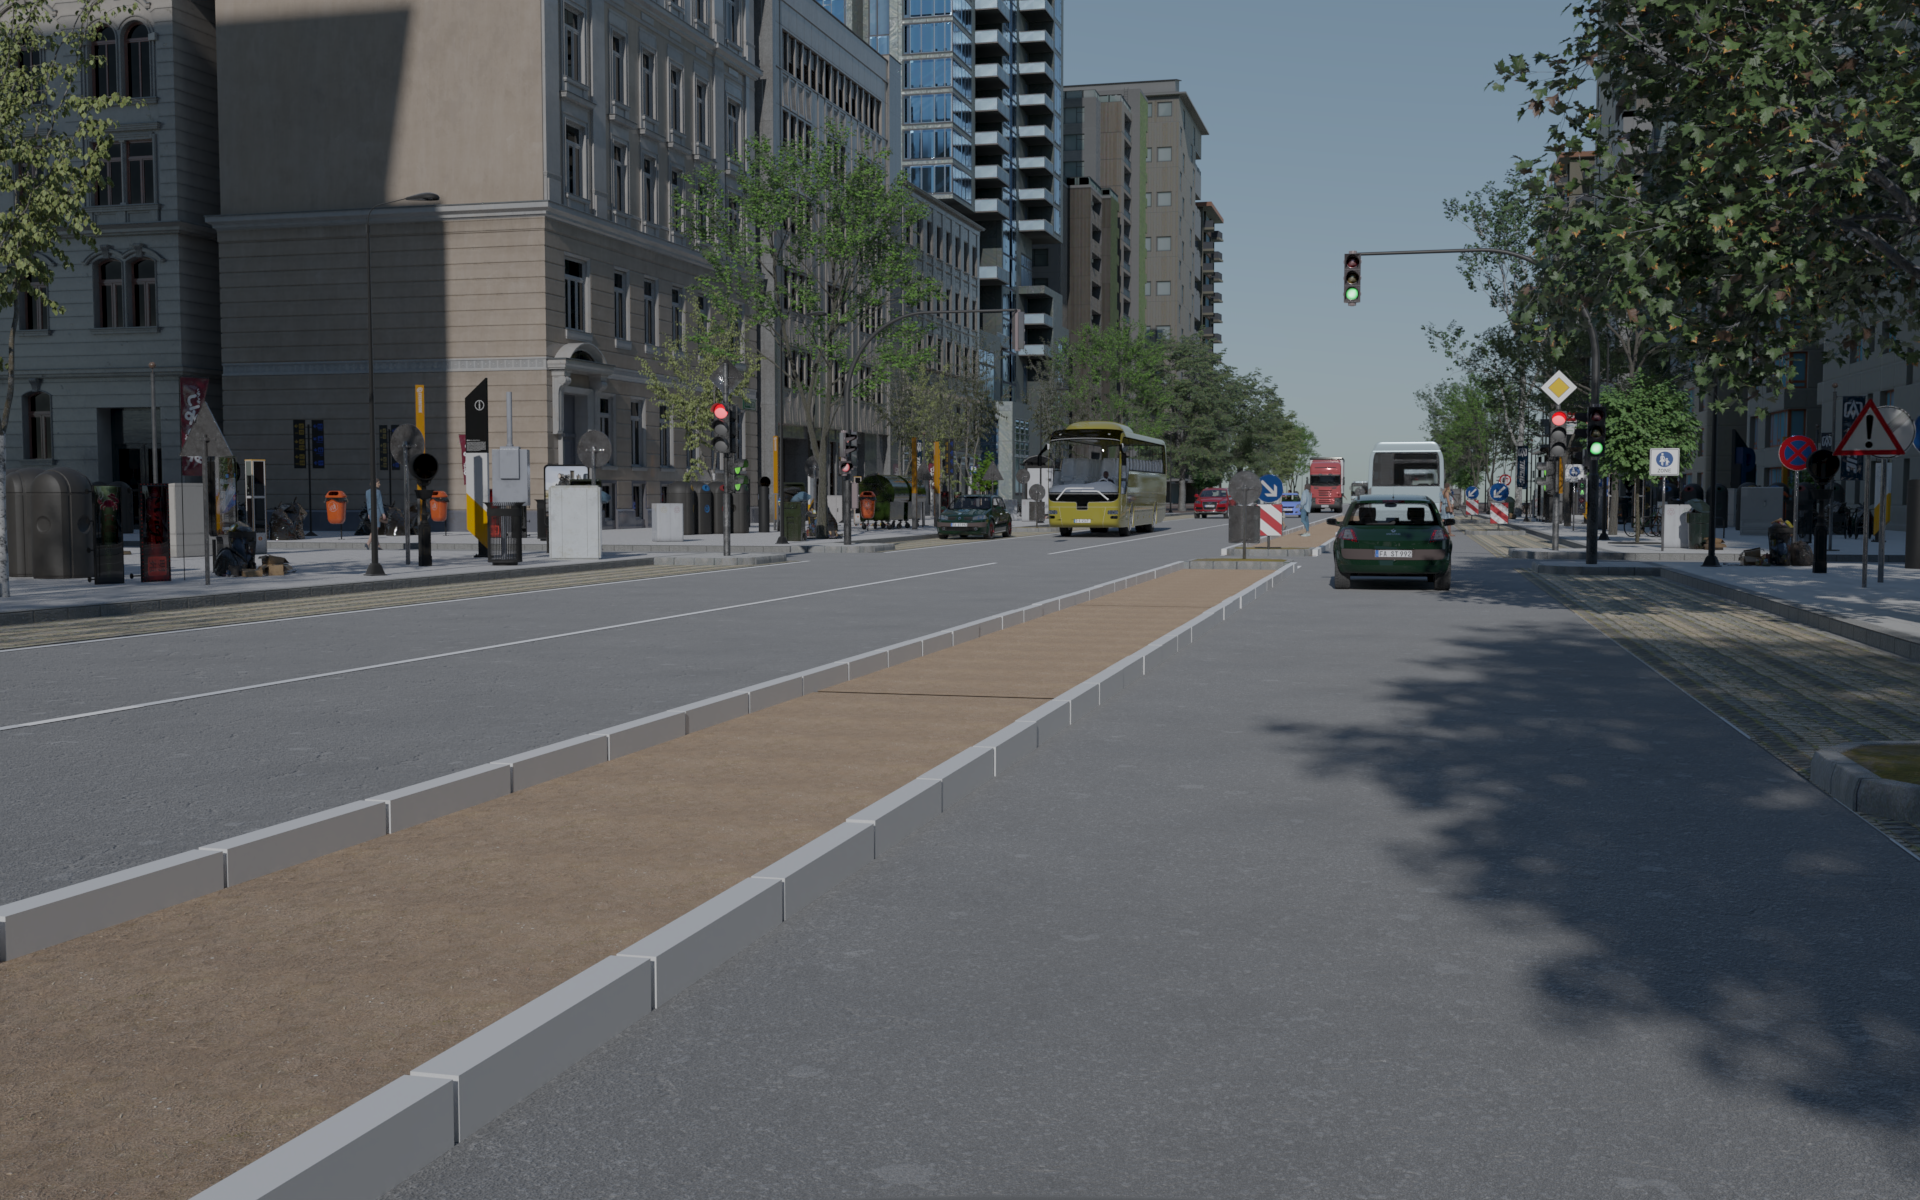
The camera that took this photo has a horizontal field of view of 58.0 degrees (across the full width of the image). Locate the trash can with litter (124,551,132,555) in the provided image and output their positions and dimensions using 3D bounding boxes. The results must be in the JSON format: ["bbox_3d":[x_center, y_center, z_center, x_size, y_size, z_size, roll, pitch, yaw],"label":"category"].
[{"bbox_3d":[-18.189,-1.525,35.990,1.678,1.210,2.233,2,4,27],"label":"trash can with litter"}]

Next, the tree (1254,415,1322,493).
[{"bbox_3d":[46.032,-19.298,241.278,9.928,11.665,9.643,0,3,0],"label":"tree"}]

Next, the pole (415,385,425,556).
[{"bbox_3d":[-10.106,-2.364,32.492,0.158,3.312,0.155,0,3,0],"label":"pole"}]

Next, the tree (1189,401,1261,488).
[{"bbox_3d":[24.194,-13.774,159.612,7.601,10.594,8.767,-3,5,-43],"label":"tree"}]

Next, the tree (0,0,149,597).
[{"bbox_3d":[-12.155,-4.344,21.387,4.737,8.622,4.395,0,3,0],"label":"tree"}]

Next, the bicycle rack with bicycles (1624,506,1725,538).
[{"bbox_3d":[21.118,-2.314,51.221,2.925,0.926,2.852,0,4,1],"label":"bicycle rack with bicycles"}]

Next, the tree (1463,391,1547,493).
[{"bbox_3d":[36.931,-10.133,116.039,4.360,8.622,3.978,0,3,0],"label":"tree"}]

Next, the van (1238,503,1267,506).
[{"bbox_3d":[20.489,-6.988,121.260,2.013,2.044,4.112,1,4,16],"label":"van"}]

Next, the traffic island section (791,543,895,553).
[{"bbox_3d":[-2.857,-1.312,43.735,2.009,0.180,2.903,1,4,14],"label":"traffic island section"}]

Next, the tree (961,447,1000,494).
[{"bbox_3d":[1.147,-4.614,70.034,1.663,3.219,1.824,0,3,0],"label":"tree"}]

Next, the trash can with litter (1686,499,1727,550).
[{"bbox_3d":[17.268,-1.748,39.961,0.624,1.170,1.055,-1,4,-17],"label":"trash can with litter"}]

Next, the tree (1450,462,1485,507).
[{"bbox_3d":[51.426,-11.706,175.098,4.285,4.588,4.351,0,3,0],"label":"tree"}]

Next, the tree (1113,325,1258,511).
[{"bbox_3d":[16.639,-13.676,130.265,9.857,13.997,8.962,0,3,0],"label":"tree"}]

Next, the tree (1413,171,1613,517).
[{"bbox_3d":[32.799,-14.860,98.843,12.611,20.169,13.585,0,3,0],"label":"tree"}]

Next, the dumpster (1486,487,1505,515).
[{"bbox_3d":[33.418,-6.241,107.794,1.264,1.857,1.865,1,4,14],"label":"dumpster"}]

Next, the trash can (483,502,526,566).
[{"bbox_3d":[-8.184,-1.191,31.133,0.748,1.137,0.748,0,3,0],"label":"trash can"}]

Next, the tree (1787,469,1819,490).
[{"bbox_3d":[32.051,-4.316,65.163,1.663,3.219,1.824,0,3,0],"label":"tree"}]

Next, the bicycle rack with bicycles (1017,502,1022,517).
[{"bbox_3d":[3.501,-5.212,98.593,2.852,0.926,2.925,3,5,41],"label":"bicycle rack with bicycles"}]

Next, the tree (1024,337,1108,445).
[{"bbox_3d":[4.652,-7.971,80.687,4.360,8.622,3.978,0,3,0],"label":"tree"}]

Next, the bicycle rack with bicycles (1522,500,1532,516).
[{"bbox_3d":[33.444,-5.492,103.182,2.852,0.926,2.925,0,4,2],"label":"bicycle rack with bicycles"}]

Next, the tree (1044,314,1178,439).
[{"bbox_3d":[8.910,-10.764,101.753,9.928,11.665,9.643,0,3,0],"label":"tree"}]

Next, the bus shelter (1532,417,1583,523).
[{"bbox_3d":[28.012,-6.337,81.250,2.179,5.291,8.768,1,4,15],"label":"bus shelter"}]

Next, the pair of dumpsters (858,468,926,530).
[{"bbox_3d":[-2.558,-3.773,64.175,1.574,2.255,4.437,1,4,14],"label":"pair of dumpsters"}]

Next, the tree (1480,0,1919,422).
[{"bbox_3d":[9.509,-6.036,15.691,9.611,12.733,9.660,0,3,0],"label":"tree"}]

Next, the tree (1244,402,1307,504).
[{"bbox_3d":[37.816,-17.772,208.705,7.486,12.596,7.792,0,3,0],"label":"tree"}]

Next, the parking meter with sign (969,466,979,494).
[{"bbox_3d":[1.271,-6.777,107.056,0.543,3.016,1.738,-2,4,-34],"label":"parking meter with sign"}]

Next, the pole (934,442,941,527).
[{"bbox_3d":[-0.922,-4.512,67.622,0.158,3.312,0.155,0,3,0],"label":"pole"}]

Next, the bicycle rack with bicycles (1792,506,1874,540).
[{"bbox_3d":[25.328,-2.246,50.106,2.852,0.926,2.925,3,5,39],"label":"bicycle rack with bicycles"}]

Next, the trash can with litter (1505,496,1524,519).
[{"bbox_3d":[28.241,-4.725,88.642,0.624,1.170,1.055,0,4,-2],"label":"trash can with litter"}]

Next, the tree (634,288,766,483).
[{"bbox_3d":[-8.905,-6.750,60.728,4.737,8.622,4.395,0,3,0],"label":"tree"}]

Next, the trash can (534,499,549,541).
[{"bbox_3d":[-11.260,-2.185,47.377,0.748,1.137,0.748,0,3,0],"label":"trash can"}]

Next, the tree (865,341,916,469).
[{"bbox_3d":[-2.521,-8.018,81.459,4.360,8.622,3.978,0,3,0],"label":"tree"}]

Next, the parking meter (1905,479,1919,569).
[{"bbox_3d":[16.447,-1.303,29.721,0.372,1.533,0.369,0,3,0],"label":"parking meter"}]

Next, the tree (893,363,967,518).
[{"bbox_3d":[-1.493,-8.635,91.552,4.737,8.622,4.395,0,3,0],"label":"tree"}]

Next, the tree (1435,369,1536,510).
[{"bbox_3d":[43.645,-13.258,142.530,9.928,11.665,9.643,0,3,0],"label":"tree"}]

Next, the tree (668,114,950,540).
[{"bbox_3d":[-4.049,-7.539,49.022,9.928,11.665,9.643,0,3,0],"label":"tree"}]

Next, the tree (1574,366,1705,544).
[{"bbox_3d":[17.545,-3.733,44.741,4.285,4.588,4.351,0,3,0],"label":"tree"}]

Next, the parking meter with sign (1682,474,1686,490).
[{"bbox_3d":[45.038,-6.796,107.382,0.543,3.016,1.738,3,4,36],"label":"parking meter with sign"}]

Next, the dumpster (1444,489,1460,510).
[{"bbox_3d":[39.061,-7.970,138.532,1.865,1.857,1.264,1,4,16],"label":"dumpster"}]

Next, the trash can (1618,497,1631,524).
[{"bbox_3d":[27.995,-3.774,73.363,0.748,1.137,0.748,0,3,0],"label":"trash can"}]

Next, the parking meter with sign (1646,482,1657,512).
[{"bbox_3d":[42.445,-6.816,107.699,1.738,3.016,0.543,2,4,25],"label":"parking meter with sign"}]

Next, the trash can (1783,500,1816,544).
[{"bbox_3d":[20.869,-1.922,43.085,0.748,1.137,0.748,0,3,0],"label":"trash can"}]

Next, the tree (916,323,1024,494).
[{"bbox_3d":[0.373,-7.642,75.311,4.360,8.622,3.978,0,3,0],"label":"tree"}]

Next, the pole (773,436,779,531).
[{"bbox_3d":[-6.467,-4.103,60.922,0.158,3.312,0.155,0,3,0],"label":"pole"}]

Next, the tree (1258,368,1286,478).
[{"bbox_3d":[28.088,-16.373,174.359,9.857,13.997,8.962,0,3,0],"label":"tree"}]

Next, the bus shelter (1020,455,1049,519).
[{"bbox_3d":[4.746,-6.026,92.452,2.014,3.302,5.546,1,4,14],"label":"bus shelter"}]

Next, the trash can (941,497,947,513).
[{"bbox_3d":[-1.025,-5.199,96.665,0.748,1.137,0.748,0,3,0],"label":"trash can"}]

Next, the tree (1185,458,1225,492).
[{"bbox_3d":[20.896,-10.027,147.647,4.285,4.588,4.351,0,3,0],"label":"tree"}]

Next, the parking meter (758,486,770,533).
[{"bbox_3d":[-6.524,-3.012,57.663,0.372,1.533,0.369,0,3,0],"label":"parking meter"}]

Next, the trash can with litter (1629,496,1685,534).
[{"bbox_3d":[22.408,-2.704,55.276,2.233,1.210,1.678,0,4,1],"label":"trash can with litter"}]

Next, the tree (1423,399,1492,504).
[{"bbox_3d":[65.121,-19.508,225.605,9.857,13.997,8.962,0,3,0],"label":"tree"}]

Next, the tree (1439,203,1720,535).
[{"bbox_3d":[20.191,-7.292,53.631,8.767,10.594,7.601,3,5,39],"label":"tree"}]

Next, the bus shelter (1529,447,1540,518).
[{"bbox_3d":[30.386,-6.000,89.378,1.731,3.624,6.357,1,4,14],"label":"bus shelter"}]

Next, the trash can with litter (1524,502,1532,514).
[{"bbox_3d":[36.342,-6.037,110.094,1.055,1.170,0.624,2,4,34],"label":"trash can with litter"}]

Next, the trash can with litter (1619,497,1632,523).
[{"bbox_3d":[29.917,-4.038,77.416,1.055,1.170,0.624,-3,5,-45],"label":"trash can with litter"}]

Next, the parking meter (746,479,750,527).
[{"bbox_3d":[-8.342,-3.753,67.076,0.399,1.863,0.255,2,4,33],"label":"parking meter"}]

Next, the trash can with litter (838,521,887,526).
[{"bbox_3d":[-3.811,-3.584,69.657,2.233,1.210,1.678,0,4,-5],"label":"trash can with litter"}]

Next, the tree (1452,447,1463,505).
[{"bbox_3d":[61.562,-15.961,211.332,4.360,8.622,3.978,0,3,0],"label":"tree"}]

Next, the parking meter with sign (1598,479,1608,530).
[{"bbox_3d":[23.228,-4.074,62.867,0.543,3.016,1.738,2,4,31],"label":"parking meter with sign"}]
